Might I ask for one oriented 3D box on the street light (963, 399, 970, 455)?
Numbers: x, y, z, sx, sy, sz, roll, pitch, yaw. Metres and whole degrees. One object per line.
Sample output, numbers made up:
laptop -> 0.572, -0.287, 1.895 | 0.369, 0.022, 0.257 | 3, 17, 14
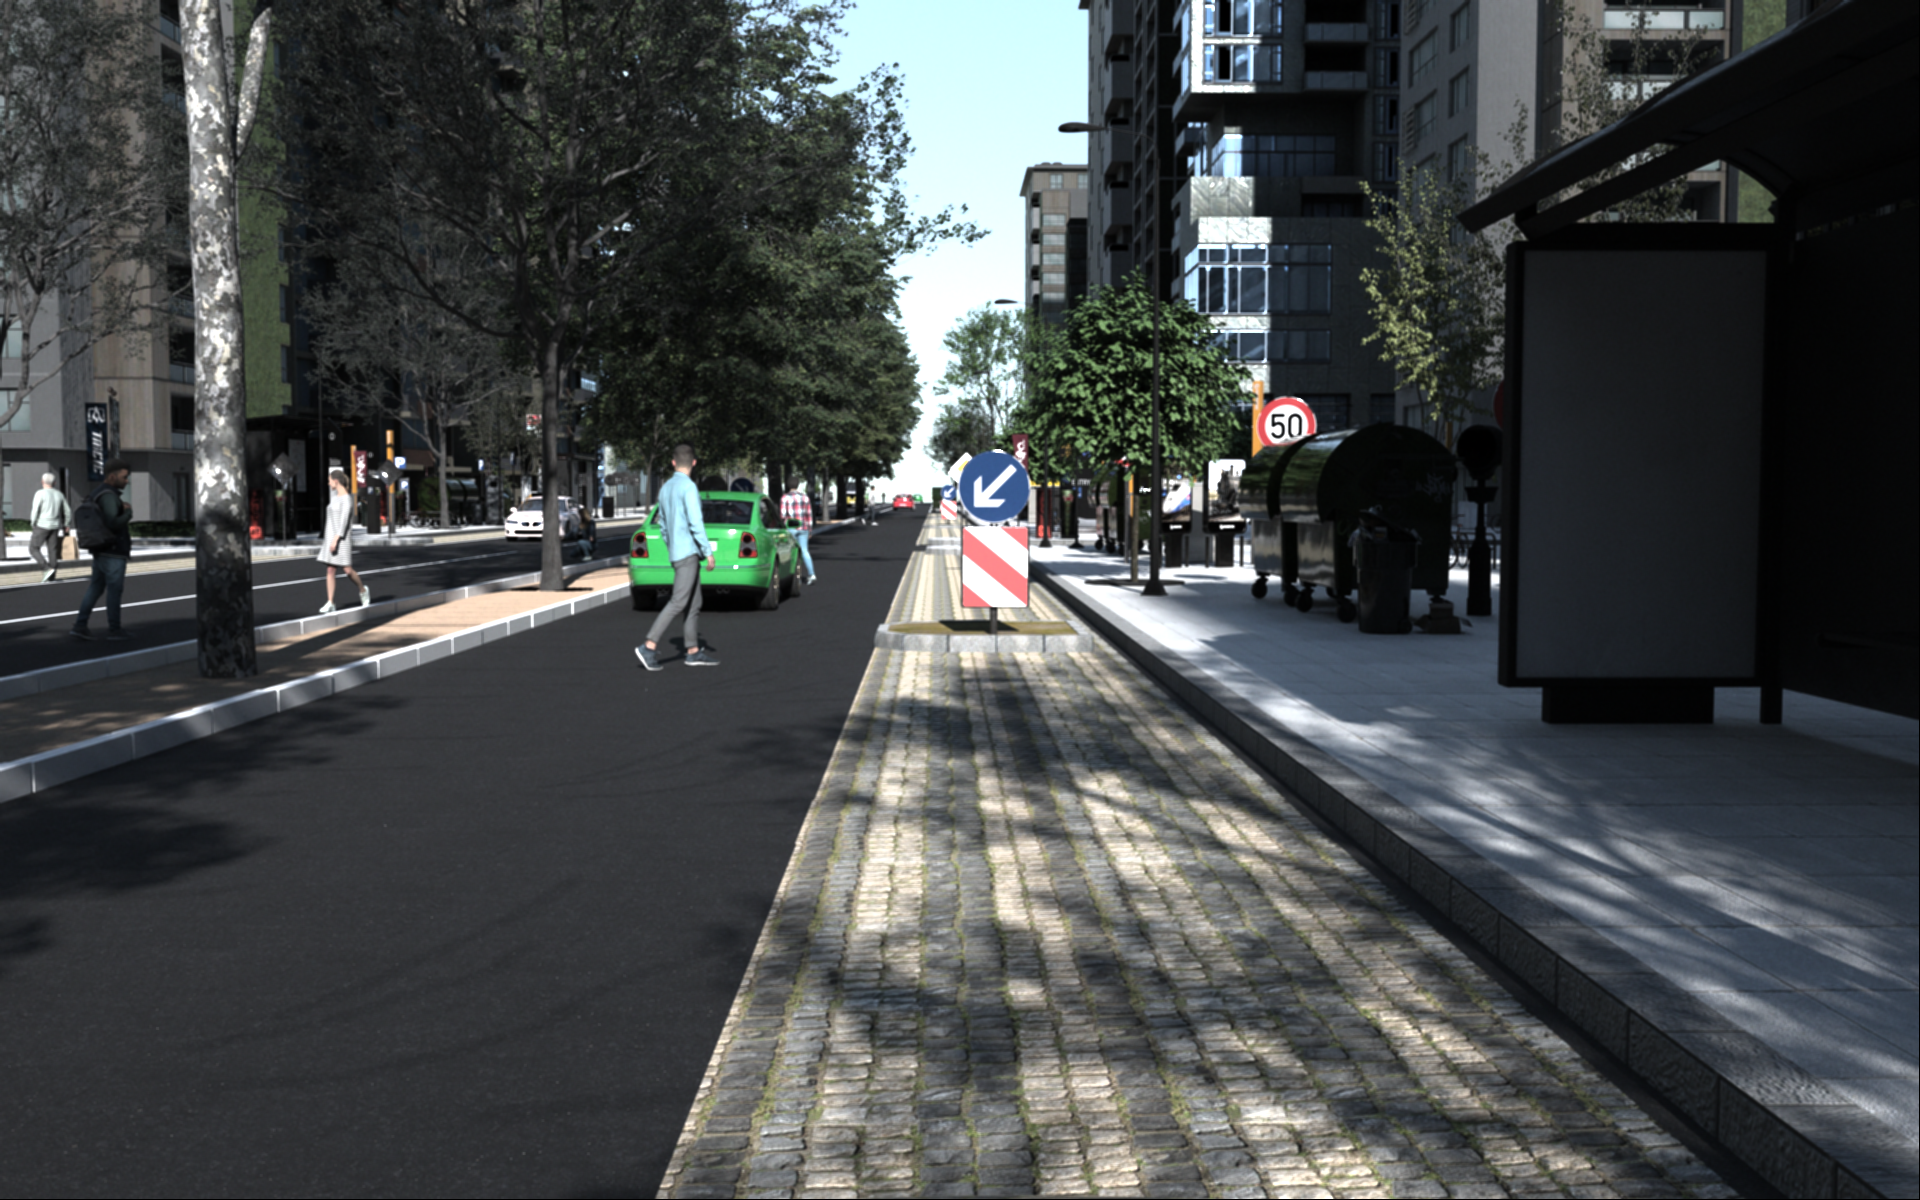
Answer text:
street light -> 1.004, -6.874, 84.925 | 1.470, 5.913, 1.316 | 0, 4, -1

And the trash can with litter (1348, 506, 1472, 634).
trash can with litter -> 4.162, -0.284, 16.039 | 1.055, 1.170, 0.624 | 0, 4, 0

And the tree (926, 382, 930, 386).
tree -> -6.421, -12.345, 110.946 | 9.857, 13.997, 8.962 | 0, 3, 0

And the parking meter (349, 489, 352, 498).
parking meter -> -26.516, -4.110, 75.615 | 0.372, 1.533, 0.369 | 0, 3, 0

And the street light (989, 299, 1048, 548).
street light -> 1.512, -4.211, 41.391 | 1.470, 5.913, 1.316 | 0, 4, -1

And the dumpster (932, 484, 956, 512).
dumpster -> -1.258, -8.101, 137.408 | 1.985, 2.255, 1.502 | 0, 4, -2

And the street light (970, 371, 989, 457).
street light -> 1.228, -5.680, 65.416 | 1.470, 5.913, 1.316 | 0, 4, -1

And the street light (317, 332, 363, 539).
street light -> -17.758, -4.715, 49.634 | 1.470, 5.913, 1.316 | 0, 4, -1

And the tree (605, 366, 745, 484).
tree -> -19.413, -12.278, 117.747 | 9.611, 12.733, 9.660 | 0, 3, 0

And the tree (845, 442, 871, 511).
tree -> -6.860, -9.241, 103.907 | 4.360, 8.622, 3.978 | 0, 3, 0

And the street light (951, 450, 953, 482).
street light -> 0.252, -10.293, 140.825 | 1.470, 5.913, 1.316 | 0, 4, -1

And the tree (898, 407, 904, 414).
tree -> -6.717, -10.196, 87.288 | 7.486, 12.596, 7.792 | 0, 3, 0

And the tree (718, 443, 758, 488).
tree -> -21.144, -12.428, 153.567 | 4.737, 8.622, 4.395 | 0, 3, 0

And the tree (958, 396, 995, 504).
tree -> 0.137, -18.756, 217.035 | 12.009, 13.543, 11.850 | 0, 3, 0

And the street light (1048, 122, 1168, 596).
street light -> 1.925, -3.012, 21.792 | 1.470, 5.913, 1.316 | 0, 4, -1

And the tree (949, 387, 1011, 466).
tree -> 1.875, -10.215, 117.378 | 4.360, 8.622, 3.978 | 0, 3, 0

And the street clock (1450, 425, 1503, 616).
street clock -> 5.489, -0.837, 18.257 | 0.358, 2.002, 0.471 | -3, 5, -45

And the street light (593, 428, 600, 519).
street light -> -18.384, -7.182, 89.963 | 1.470, 5.913, 1.316 | 0, 4, -1

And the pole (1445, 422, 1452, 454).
pole -> 13.793, -3.370, 48.950 | 0.158, 3.312, 0.155 | 0, 3, 0

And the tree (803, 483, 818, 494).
tree -> -21.554, -15.283, 244.479 | 1.663, 3.219, 1.824 | 0, 3, 0

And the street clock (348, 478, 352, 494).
street clock -> -27.663, -4.528, 78.610 | 0.358, 2.002, 0.471 | -1, 4, -8

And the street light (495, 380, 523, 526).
street light -> -17.990, -5.938, 69.633 | 1.470, 5.913, 1.316 | 0, 4, -1

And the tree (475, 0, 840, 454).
tree -> -5.952, -7.859, 37.615 | 9.857, 13.997, 8.962 | 0, 3, 0

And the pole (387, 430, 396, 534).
pole -> -18.208, -3.766, 55.416 | 0.158, 3.312, 0.155 | 0, 3, 0

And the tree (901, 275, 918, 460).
tree -> -6.007, -9.006, 56.354 | 9.857, 13.997, 8.962 | 0, 3, 0

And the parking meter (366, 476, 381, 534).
parking meter -> -18.736, -3.036, 55.352 | 0.399, 1.863, 0.255 | 1, 4, 23

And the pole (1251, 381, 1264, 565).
pole -> 5.381, -2.293, 31.340 | 0.158, 3.312, 0.155 | 0, 3, 0

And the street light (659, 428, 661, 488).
street light -> -18.578, -8.433, 110.425 | 1.470, 5.913, 1.316 | 0, 4, -1

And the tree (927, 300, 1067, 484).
tree -> 2.219, -10.142, 91.581 | 9.928, 11.665, 9.643 | 0, 3, 0

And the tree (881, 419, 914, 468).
tree -> -7.127, -11.213, 120.198 | 8.767, 10.594, 7.601 | 0, 4, -1

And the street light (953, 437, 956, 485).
street light -> 0.450, -9.260, 123.940 | 1.470, 5.913, 1.316 | 0, 4, -1

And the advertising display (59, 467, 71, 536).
advertising display -> -21.195, -2.192, 41.047 | 0.123, 1.923, 0.974 | -1, 4, -22

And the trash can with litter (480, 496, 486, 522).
trash can with litter -> -21.957, -4.183, 79.783 | 0.624, 1.170, 1.055 | 0, 4, -5

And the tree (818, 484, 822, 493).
tree -> -22.573, -16.998, 272.519 | 1.663, 3.219, 1.824 | 0, 3, 0

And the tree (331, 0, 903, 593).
tree -> -6.063, -6.881, 25.325 | 12.009, 13.543, 11.850 | 0, 3, 0

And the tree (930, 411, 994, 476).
tree -> 1.131, -15.573, 189.032 | 7.601, 10.594, 8.767 | 3, 5, 42

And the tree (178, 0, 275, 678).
tree -> -4.512, -9.405, 12.119 | 12.611, 20.169, 13.585 | 0, 3, 0

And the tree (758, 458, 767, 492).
tree -> -20.618, -13.443, 170.149 | 4.737, 8.622, 4.395 | 0, 3, 0

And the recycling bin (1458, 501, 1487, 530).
recycling bin -> 18.235, -3.002, 61.644 | 0.722, 1.027, 0.722 | -1, 4, -20

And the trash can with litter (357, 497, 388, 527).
trash can with litter -> -23.101, -3.469, 68.112 | 1.055, 1.170, 0.624 | -3, 5, -44

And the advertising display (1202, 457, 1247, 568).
advertising display -> 4.638, -1.536, 30.333 | 0.974, 1.923, 0.123 | -3, 4, -37

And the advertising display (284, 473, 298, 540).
advertising display -> -18.957, -2.681, 49.054 | 0.123, 1.923, 0.974 | -2, 4, -35

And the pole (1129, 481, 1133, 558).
pole -> 3.432, -2.503, 34.775 | 0.158, 3.312, 0.155 | 0, 3, 0

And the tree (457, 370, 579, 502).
tree -> -19.666, -7.847, 78.662 | 4.360, 8.622, 3.978 | 0, 3, 0

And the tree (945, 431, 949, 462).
tree -> 0.904, -12.551, 155.578 | 4.360, 8.622, 3.978 | 0, 3, 0

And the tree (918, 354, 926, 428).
tree -> -6.568, -11.431, 96.003 | 9.857, 13.997, 8.962 | 0, 3, 0

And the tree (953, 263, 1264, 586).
tree -> 2.541, -2.504, 24.655 | 4.285, 4.588, 4.351 | 0, 3, 0

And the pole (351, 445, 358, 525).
pole -> -25.348, -4.810, 72.480 | 0.158, 3.312, 0.155 | 0, 3, 0

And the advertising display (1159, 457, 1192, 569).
advertising display -> 3.718, -1.522, 30.106 | 0.123, 1.923, 0.974 | 3, 5, 41

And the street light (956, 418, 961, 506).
street light -> 0.643, -8.067, 104.431 | 1.470, 5.913, 1.316 | 0, 4, -1

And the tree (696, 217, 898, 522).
tree -> -6.408, -8.842, 65.147 | 7.486, 12.596, 7.792 | 0, 3, 0

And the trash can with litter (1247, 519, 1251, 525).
trash can with litter -> 11.988, -3.752, 72.736 | 1.055, 1.170, 0.624 | 0, 4, -4
